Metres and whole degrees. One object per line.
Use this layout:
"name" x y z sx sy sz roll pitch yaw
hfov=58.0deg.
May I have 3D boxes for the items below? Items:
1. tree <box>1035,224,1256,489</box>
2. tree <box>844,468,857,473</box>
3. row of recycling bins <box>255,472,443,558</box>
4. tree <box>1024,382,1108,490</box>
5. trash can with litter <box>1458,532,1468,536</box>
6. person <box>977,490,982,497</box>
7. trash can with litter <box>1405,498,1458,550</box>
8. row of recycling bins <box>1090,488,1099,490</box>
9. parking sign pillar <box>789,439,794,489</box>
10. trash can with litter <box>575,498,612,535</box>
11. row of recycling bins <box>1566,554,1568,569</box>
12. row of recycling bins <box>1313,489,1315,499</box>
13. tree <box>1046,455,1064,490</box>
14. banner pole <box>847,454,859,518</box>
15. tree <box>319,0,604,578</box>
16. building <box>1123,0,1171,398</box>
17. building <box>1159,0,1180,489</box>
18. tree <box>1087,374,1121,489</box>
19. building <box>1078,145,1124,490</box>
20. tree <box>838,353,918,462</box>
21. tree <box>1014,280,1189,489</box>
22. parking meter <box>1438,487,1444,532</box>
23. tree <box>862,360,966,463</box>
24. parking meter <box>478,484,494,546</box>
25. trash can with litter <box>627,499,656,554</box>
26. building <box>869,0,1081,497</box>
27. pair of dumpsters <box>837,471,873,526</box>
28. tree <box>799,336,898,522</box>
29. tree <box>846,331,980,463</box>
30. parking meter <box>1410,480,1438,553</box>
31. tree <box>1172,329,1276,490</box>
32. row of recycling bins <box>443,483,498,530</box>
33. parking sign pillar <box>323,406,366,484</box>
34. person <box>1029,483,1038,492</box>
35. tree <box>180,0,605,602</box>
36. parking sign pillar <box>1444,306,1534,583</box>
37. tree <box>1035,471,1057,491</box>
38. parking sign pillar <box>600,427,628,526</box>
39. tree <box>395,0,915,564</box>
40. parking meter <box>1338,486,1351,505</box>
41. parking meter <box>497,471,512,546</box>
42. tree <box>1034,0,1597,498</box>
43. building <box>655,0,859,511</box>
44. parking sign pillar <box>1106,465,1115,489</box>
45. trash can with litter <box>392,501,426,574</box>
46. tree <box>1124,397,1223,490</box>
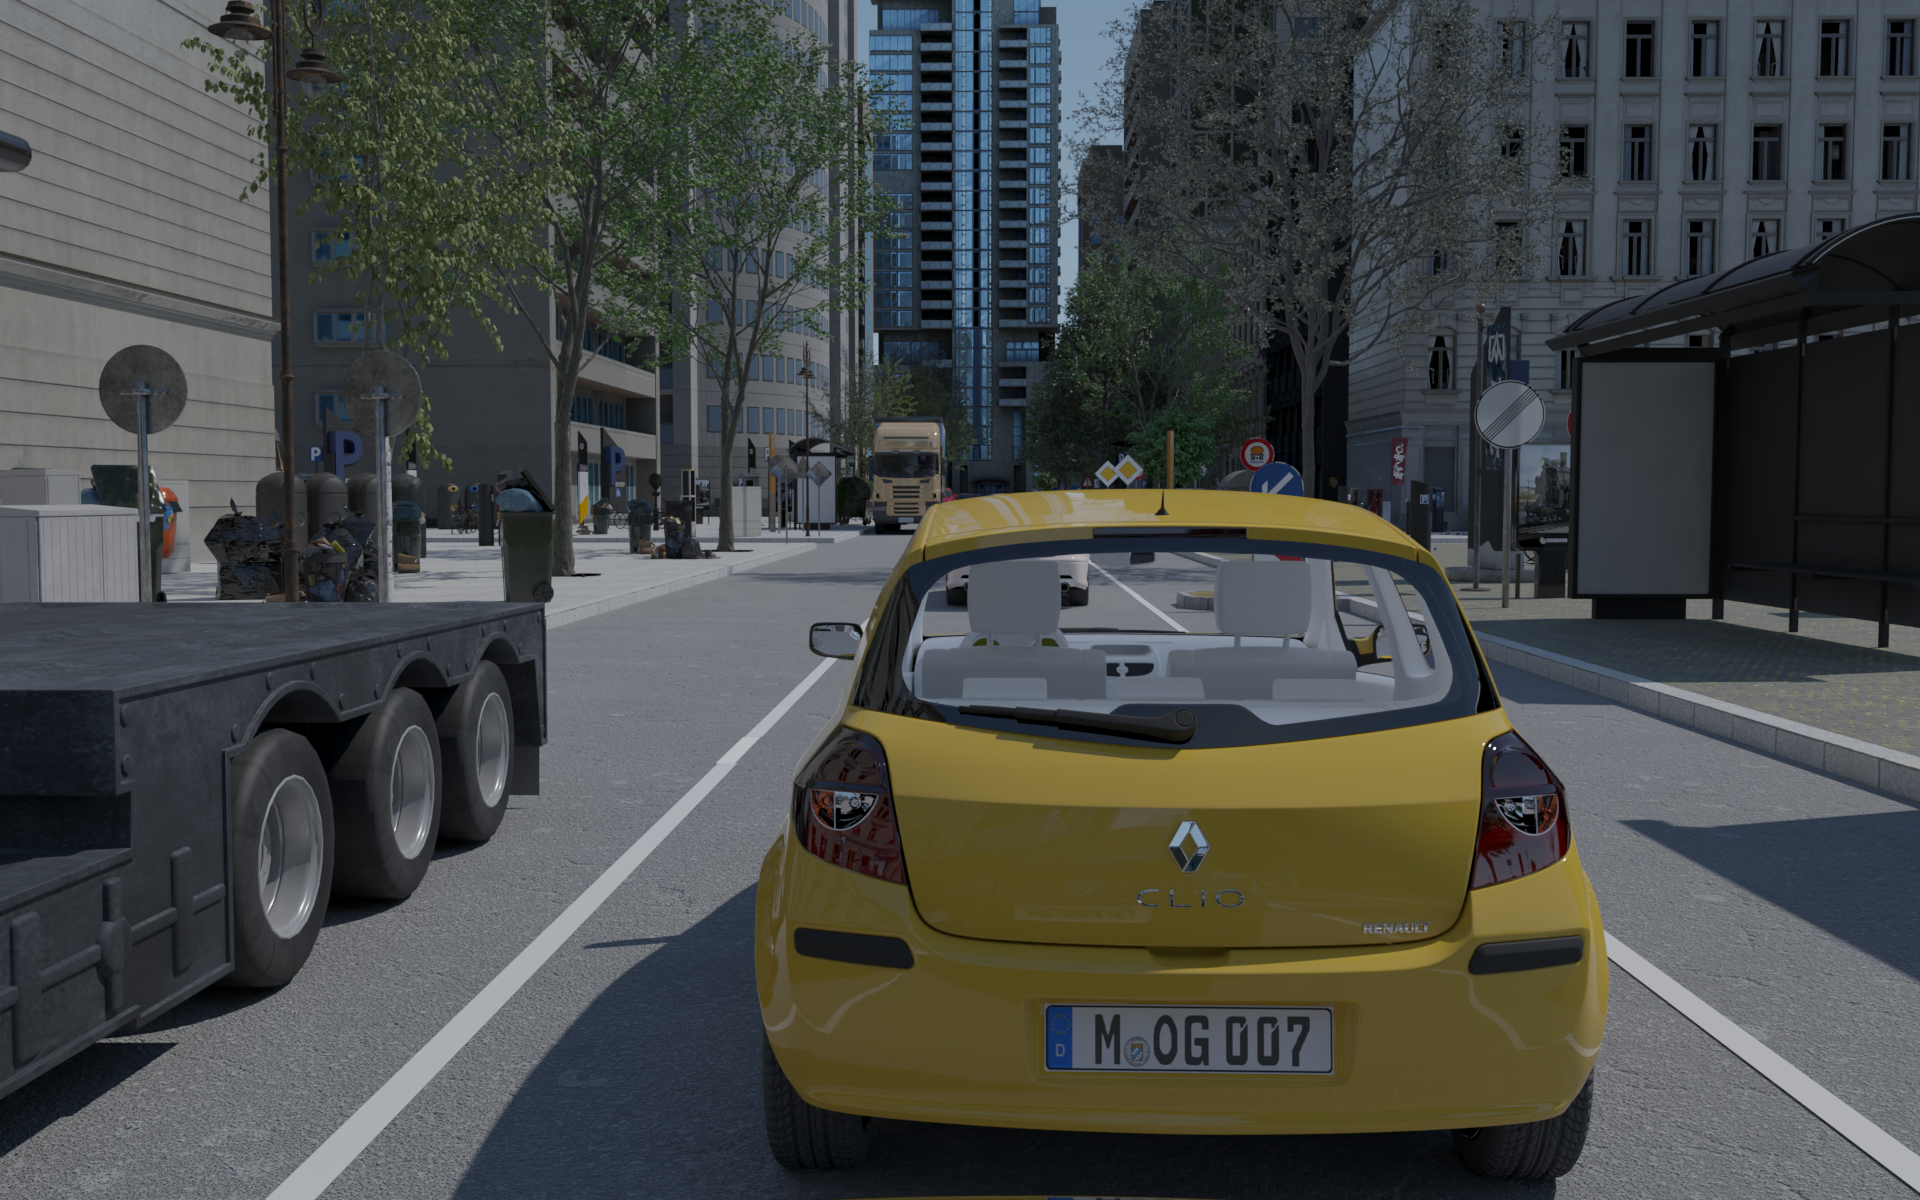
"tree" 7.538 -8.639 67.010 9.928 11.665 9.643 0 3 0
"tree" -6.877 -7.207 112.433 1.663 3.219 1.824 0 3 0
"row of recycling bins" -11.859 -1.612 33.472 1.069 1.692 3.534 2 4 35
"tree" 8.969 -13.843 144.462 7.486 12.596 7.792 0 3 0
"trash can with litter" 15.860 -2.617 53.843 2.233 1.210 1.678 1 4 14
"person" 1.799 -8.969 155.231 0.705 1.814 1.350 2 4 24
"trash can with litter" 10.189 -1.772 40.022 1.678 1.210 2.233 3 4 39
"row of recycling bins" 9.470 -6.605 115.100 1.069 1.692 3.534 2 4 27
"parking sign pillar" -7.718 -5.890 84.766 1.447 3.967 1.447 0 4 -4
"trash can with litter" -11.536 -2.641 54.562 1.055 1.170 0.624 -2 4 -32
"row of recycling bins" 11.303 -1.311 28.547 1.069 1.692 3.534 -1 4 -23
"row of recycling bins" 11.448 -3.440 63.362 3.534 1.692 1.069 -2 4 -23
"tree" 10.650 -15.043 196.316 4.360 8.622 3.978 0 3 0
"banner pole" -5.792 -6.391 94.516 0.863 3.779 0.401 -1 4 -12
"tree" -6.034 -6.172 26.666 9.928 11.665 9.643 0 3 0
"building" 27.215 -33.286 167.924 21.300 48.544 21.600 0 4 1
"building" 26.720 -43.265 145.636 20.563 71.187 20.611 0 4 1
"tree" 8.521 -9.102 99.177 4.737 8.622 4.395 0 3 0
"building" 22.655 -35.170 225.141 14.200 45.320 14.600 0 4 1
"tree" -4.117 -8.522 89.698 4.737 8.622 4.395 0 3 0
"tree" 7.559 -10.590 90.149 9.611 12.733 9.660 0 3 0
"parking meter" 16.000 -3.031 57.960 0.372 1.533 0.369 0 3 0
"tree" -3.125 -11.325 119.583 7.601 10.594 8.767 -1 4 -18
"parking meter" -11.689 -2.097 42.704 0.372 1.533 0.369 0 3 0
"trash can with litter" -6.772 -1.582 37.258 0.624 1.170 1.055 -2 4 -27
"building" 0.148 -56.007 228.390 31.000 86.520 22.319 0 4 1
"pair of dumpsters" -4.353 -4.261 72.156 1.574 2.255 4.437 0 4 1
"tree" -5.054 -7.952 80.375 4.360 8.622 3.978 0 3 0
"tree" -3.576 -13.486 130.862 12.009 13.543 11.850 0 3 0
"parking meter" 8.294 -1.393 31.184 0.372 1.533 0.369 0 3 0
"tree" 11.816 -7.799 77.882 4.737 8.622 4.395 0 3 0
"row of recycling bins" -17.203 -3.420 63.032 3.534 1.692 1.069 -1 4 -11
"parking sign pillar" -19.099 -3.995 53.796 1.447 3.967 1.447 2 4 28
"person" 2.779 -3.469 65.316 0.850 1.850 0.679 -1 4 -19
"tree" -6.194 -4.212 19.230 4.737 8.622 4.395 0 3 0
"parking sign pillar" 7.946 -2.272 25.617 1.447 3.967 1.447 0 4 -2
"tree" 10.255 -13.348 201.951 4.285 4.588 4.351 0 3 0
"parking sign pillar" -14.083 -5.014 70.443 1.447 3.967 1.447 1 4 21
"tree" -5.022 -6.874 38.145 9.928 11.665 9.643 0 3 0
"parking meter" 11.488 -2.654 51.808 0.372 1.533 0.369 0 3 0
"parking meter" -11.245 -2.270 42.831 0.255 1.863 0.399 1 4 10
"tree" 6.595 -7.459 32.332 12.009 13.543 11.850 0 3 0
"building" -21.372 -38.154 165.809 21.231 58.520 28.212 0 4 1
"parking sign pillar" 8.970 -6.960 102.269 1.447 3.967 1.447 1 4 11
"trash can with litter" -9.020 -1.040 28.396 0.624 1.170 1.055 -2 4 -24
"tree" 7.307 -4.571 58.448 4.285 4.588 4.351 0 3 0
